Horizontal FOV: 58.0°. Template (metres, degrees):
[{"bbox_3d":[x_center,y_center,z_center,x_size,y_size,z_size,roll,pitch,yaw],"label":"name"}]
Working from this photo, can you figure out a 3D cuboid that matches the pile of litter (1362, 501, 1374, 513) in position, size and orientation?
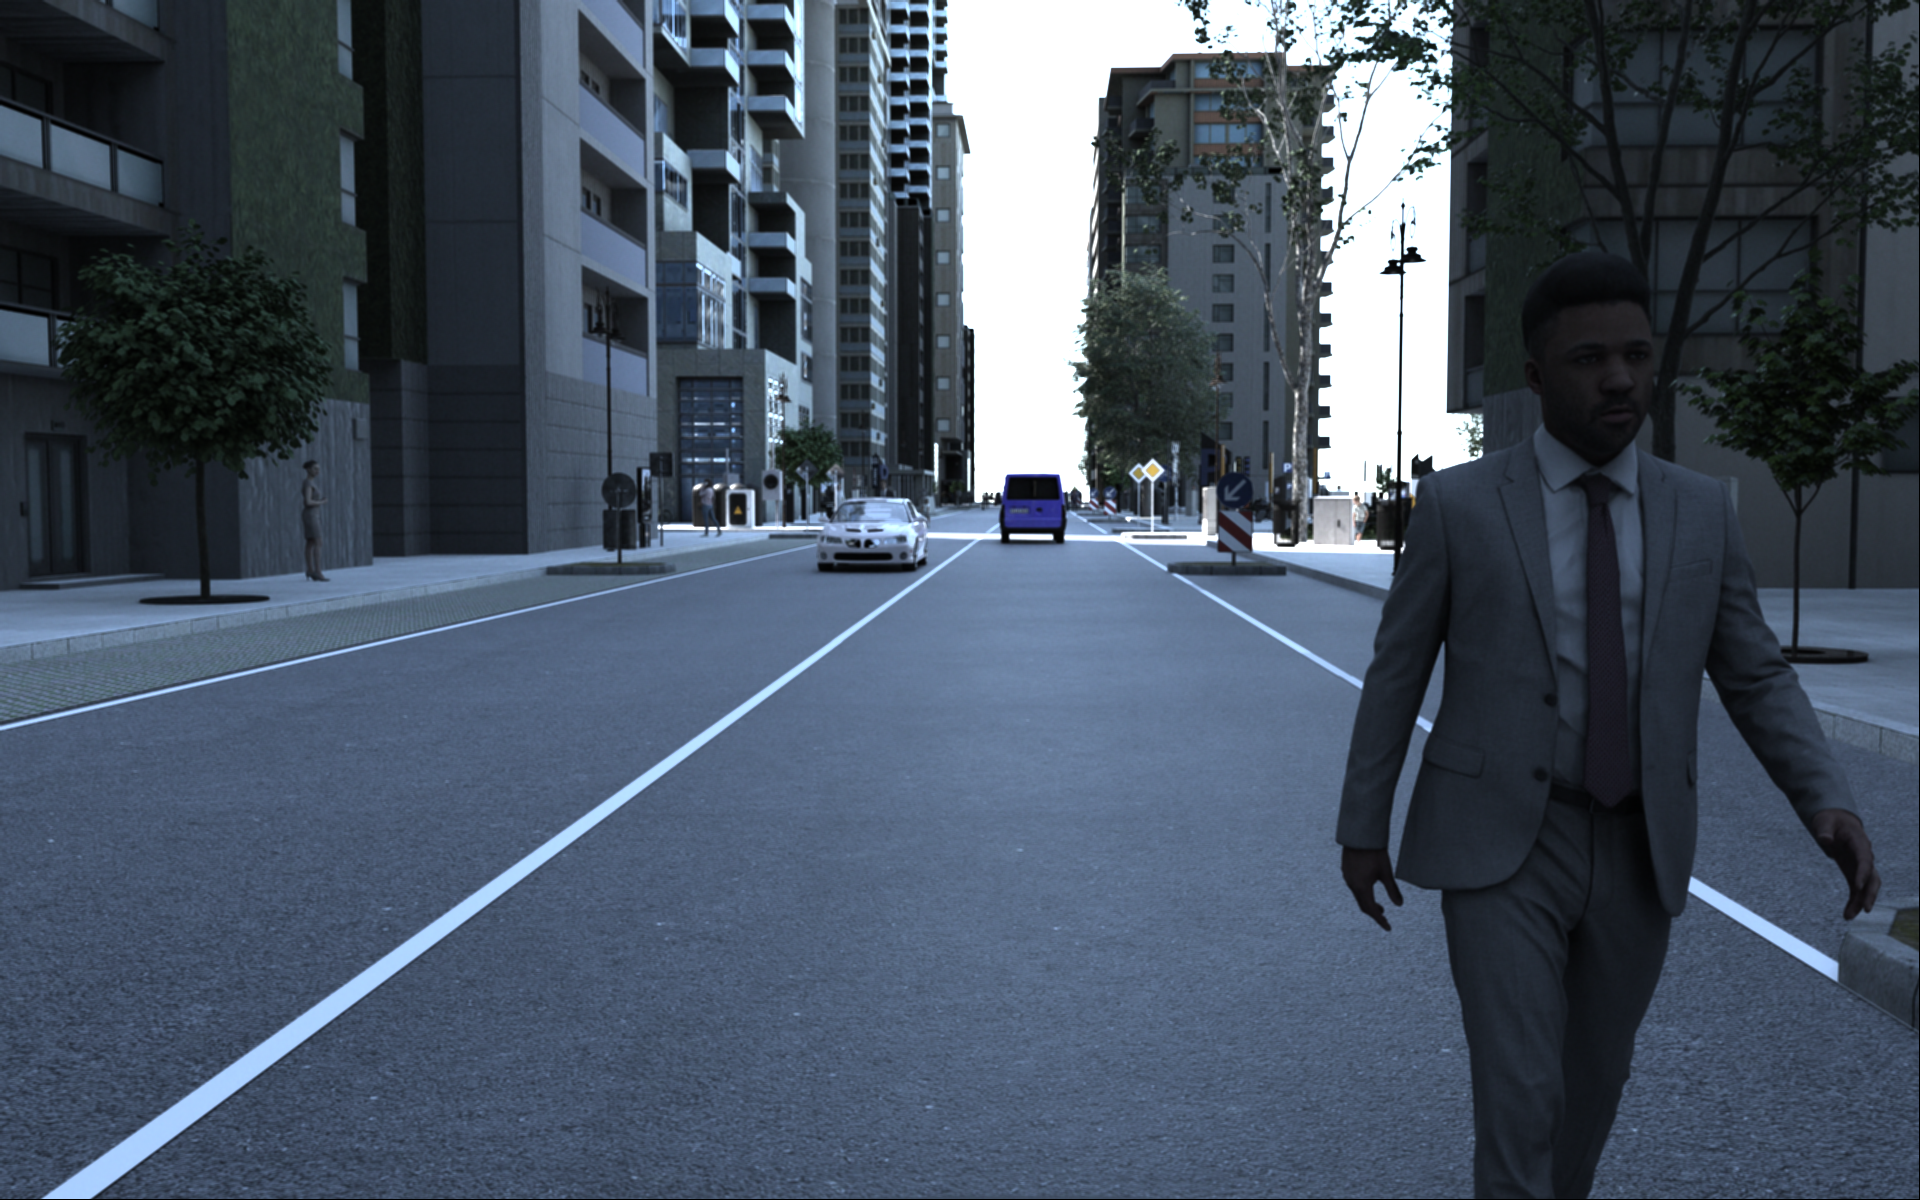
[{"bbox_3d":[24.804,-5.560,104.878,1.176,0.858,1.719,2,4,31],"label":"pile of litter"}]

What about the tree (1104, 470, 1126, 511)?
[{"bbox_3d":[11.815,-8.485,133.329,1.663,3.219,1.824,0,3,0],"label":"tree"}]

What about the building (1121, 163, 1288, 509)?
[{"bbox_3d":[21.455,-23.479,155.589,14.160,30.474,14.107,0,4,3],"label":"building"}]

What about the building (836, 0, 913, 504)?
[{"bbox_3d":[-14.648,-43.492,149.343,20.563,71.187,20.611,0,4,3],"label":"building"}]

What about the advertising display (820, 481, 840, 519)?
[{"bbox_3d":[-6.267,-4.794,83.590,0.974,1.923,0.123,1,4,11],"label":"advertising display"}]

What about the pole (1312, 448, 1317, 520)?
[{"bbox_3d":[15.621,-5.041,76.258,0.158,3.312,0.155,0,3,0],"label":"pole"}]

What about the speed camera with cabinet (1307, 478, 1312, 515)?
[{"bbox_3d":[19.237,-6.459,99.940,2.038,3.252,0.660,2,4,26],"label":"speed camera with cabinet"}]

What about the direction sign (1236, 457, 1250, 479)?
[{"bbox_3d":[17.075,-6.893,104.694,0.876,3.537,0.379,-1,4,-8],"label":"direction sign"}]

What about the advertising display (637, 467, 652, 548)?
[{"bbox_3d":[-7.560,-2.219,41.497,0.123,1.923,0.974,0,4,3],"label":"advertising display"}]

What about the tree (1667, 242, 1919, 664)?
[{"bbox_3d":[6.628,-1.148,13.375,1.663,3.219,1.824,0,3,0],"label":"tree"}]

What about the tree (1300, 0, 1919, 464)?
[{"bbox_3d":[7.530,-5.669,18.446,9.928,11.665,9.643,0,3,0],"label":"tree"}]

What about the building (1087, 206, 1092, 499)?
[{"bbox_3d":[26.362,-37.394,261.504,14.600,45.320,14.200,0,4,3],"label":"building"}]

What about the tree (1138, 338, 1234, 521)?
[{"bbox_3d":[10.453,-8.048,81.954,4.360,8.622,3.978,0,3,0],"label":"tree"}]

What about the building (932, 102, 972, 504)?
[{"bbox_3d":[-13.236,-39.668,237.814,28.713,52.752,27.495,0,4,3],"label":"building"}]

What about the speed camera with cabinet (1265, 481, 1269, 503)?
[{"bbox_3d":[22.105,-7.881,123.190,0.660,3.252,2.038,1,4,17],"label":"speed camera with cabinet"}]

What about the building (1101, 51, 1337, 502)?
[{"bbox_3d":[25.742,-31.914,176.423,22.147,44.769,28.867,0,4,3],"label":"building"}]

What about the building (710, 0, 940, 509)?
[{"bbox_3d":[-13.022,-53.623,189.414,22.319,86.520,31.000,0,4,3],"label":"building"}]

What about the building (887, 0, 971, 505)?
[{"bbox_3d":[-9.275,-58.309,266.029,22.319,86.520,31.000,0,4,3],"label":"building"}]

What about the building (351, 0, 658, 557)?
[{"bbox_3d":[-22.856,-30.711,44.118,28.212,58.520,21.231,0,4,3],"label":"building"}]

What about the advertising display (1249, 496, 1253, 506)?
[{"bbox_3d":[16.879,-5.948,102.460,0.123,1.923,0.974,-3,5,-44],"label":"advertising display"}]

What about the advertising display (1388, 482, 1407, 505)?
[{"bbox_3d":[22.595,-5.155,89.490,0.974,1.923,0.123,-1,4,-10],"label":"advertising display"}]

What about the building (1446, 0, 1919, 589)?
[{"bbox_3d":[15.747,-21.123,28.951,14.154,41.232,14.086,0,4,3],"label":"building"}]

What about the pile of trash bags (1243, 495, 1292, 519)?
[{"bbox_3d":[16.025,-4.970,91.011,1.912,1.369,3.447,-3,5,-40],"label":"pile of trash bags"}]

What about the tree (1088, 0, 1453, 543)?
[{"bbox_3d":[9.839,-11.660,46.522,12.611,20.169,13.585,0,3,0],"label":"tree"}]

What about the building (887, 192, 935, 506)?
[{"bbox_3d":[-9.895,-24.252,168.222,14.160,30.474,14.107,0,4,3],"label":"building"}]

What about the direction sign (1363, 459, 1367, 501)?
[{"bbox_3d":[26.388,-7.393,112.872,0.379,3.537,0.876,2,4,25],"label":"direction sign"}]

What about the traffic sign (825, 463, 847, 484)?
[{"bbox_3d":[-4.647,-3.820,64.651,0.795,2.593,0.064,0,4,3],"label":"traffic sign"}]

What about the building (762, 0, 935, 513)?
[{"bbox_3d":[-18.342,-26.631,127.301,32.217,40.220,23.993,0,4,3],"label":"building"}]

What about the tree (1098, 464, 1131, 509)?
[{"bbox_3d":[13.306,-9.964,146.617,4.285,4.588,4.351,0,3,0],"label":"tree"}]

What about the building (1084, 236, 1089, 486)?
[{"bbox_3d":[31.460,-38.421,282.800,22.147,44.769,28.867,0,4,3],"label":"building"}]

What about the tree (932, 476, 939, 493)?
[{"bbox_3d":[-2.751,-9.408,148.423,1.663,3.219,1.824,0,3,0],"label":"tree"}]

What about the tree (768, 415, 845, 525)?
[{"bbox_3d":[-6.358,-5.404,72.062,4.285,4.588,4.351,0,3,0],"label":"tree"}]

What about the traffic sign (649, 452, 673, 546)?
[{"bbox_3d":[-7.339,-2.473,42.562,0.606,2.300,0.079,1,4,11],"label":"traffic sign"}]

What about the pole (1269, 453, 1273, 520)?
[{"bbox_3d":[15.386,-5.617,85.687,0.158,3.312,0.155,0,3,0],"label":"pole"}]

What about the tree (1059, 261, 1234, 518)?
[{"bbox_3d":[10.300,-11.494,94.579,9.857,13.997,8.962,0,3,0],"label":"tree"}]

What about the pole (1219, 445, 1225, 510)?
[{"bbox_3d":[10.818,-4.745,71.428,0.158,3.312,0.155,0,3,0],"label":"pole"}]

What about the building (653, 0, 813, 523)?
[{"bbox_3d":[-19.053,-47.571,90.451,22.319,86.520,31.000,0,4,3],"label":"building"}]

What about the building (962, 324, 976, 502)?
[{"bbox_3d":[-4.680,-31.704,290.062,14.160,30.474,14.107,0,4,3],"label":"building"}]

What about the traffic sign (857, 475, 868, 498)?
[{"bbox_3d":[-5.154,-5.465,91.482,0.606,2.300,0.079,0,4,8],"label":"traffic sign"}]

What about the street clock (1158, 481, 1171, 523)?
[{"bbox_3d":[8.935,-4.340,75.534,0.471,2.002,0.358,-3,5,-40],"label":"street clock"}]

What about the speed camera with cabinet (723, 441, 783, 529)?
[{"bbox_3d":[-7.660,-4.289,64.468,2.038,3.252,0.660,0,4,5],"label":"speed camera with cabinet"}]

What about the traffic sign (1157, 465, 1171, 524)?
[{"bbox_3d":[8.847,-4.569,74.817,0.768,2.556,0.104,1,4,9],"label":"traffic sign"}]

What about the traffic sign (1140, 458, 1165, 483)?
[{"bbox_3d":[6.261,-3.299,56.128,0.795,2.593,0.064,0,4,3],"label":"traffic sign"}]

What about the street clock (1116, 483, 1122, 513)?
[{"bbox_3d":[10.825,-6.929,117.863,0.358,2.002,0.471,-2,4,-30],"label":"street clock"}]

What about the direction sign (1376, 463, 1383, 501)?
[{"bbox_3d":[30.968,-8.316,127.967,0.379,3.537,0.876,-1,4,-20],"label":"direction sign"}]

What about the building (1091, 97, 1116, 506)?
[{"bbox_3d":[26.368,-35.381,202.174,21.300,48.544,21.600,0,4,3],"label":"building"}]

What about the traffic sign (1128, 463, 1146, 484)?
[{"bbox_3d":[6.634,-3.787,64.104,0.795,2.593,0.064,0,4,3],"label":"traffic sign"}]

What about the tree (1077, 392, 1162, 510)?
[{"bbox_3d":[13.317,-12.568,139.900,8.767,10.594,7.601,1,4,14],"label":"tree"}]

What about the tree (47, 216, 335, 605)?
[{"bbox_3d":[-9.083,-2.264,20.726,4.285,4.588,4.351,0,3,0],"label":"tree"}]

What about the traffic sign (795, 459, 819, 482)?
[{"bbox_3d":[-5.020,-3.332,56.674,0.795,2.593,0.064,0,4,3],"label":"traffic sign"}]

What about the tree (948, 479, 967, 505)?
[{"bbox_3d":[-0.014,-13.543,216.029,1.663,3.219,1.824,0,3,0],"label":"tree"}]
